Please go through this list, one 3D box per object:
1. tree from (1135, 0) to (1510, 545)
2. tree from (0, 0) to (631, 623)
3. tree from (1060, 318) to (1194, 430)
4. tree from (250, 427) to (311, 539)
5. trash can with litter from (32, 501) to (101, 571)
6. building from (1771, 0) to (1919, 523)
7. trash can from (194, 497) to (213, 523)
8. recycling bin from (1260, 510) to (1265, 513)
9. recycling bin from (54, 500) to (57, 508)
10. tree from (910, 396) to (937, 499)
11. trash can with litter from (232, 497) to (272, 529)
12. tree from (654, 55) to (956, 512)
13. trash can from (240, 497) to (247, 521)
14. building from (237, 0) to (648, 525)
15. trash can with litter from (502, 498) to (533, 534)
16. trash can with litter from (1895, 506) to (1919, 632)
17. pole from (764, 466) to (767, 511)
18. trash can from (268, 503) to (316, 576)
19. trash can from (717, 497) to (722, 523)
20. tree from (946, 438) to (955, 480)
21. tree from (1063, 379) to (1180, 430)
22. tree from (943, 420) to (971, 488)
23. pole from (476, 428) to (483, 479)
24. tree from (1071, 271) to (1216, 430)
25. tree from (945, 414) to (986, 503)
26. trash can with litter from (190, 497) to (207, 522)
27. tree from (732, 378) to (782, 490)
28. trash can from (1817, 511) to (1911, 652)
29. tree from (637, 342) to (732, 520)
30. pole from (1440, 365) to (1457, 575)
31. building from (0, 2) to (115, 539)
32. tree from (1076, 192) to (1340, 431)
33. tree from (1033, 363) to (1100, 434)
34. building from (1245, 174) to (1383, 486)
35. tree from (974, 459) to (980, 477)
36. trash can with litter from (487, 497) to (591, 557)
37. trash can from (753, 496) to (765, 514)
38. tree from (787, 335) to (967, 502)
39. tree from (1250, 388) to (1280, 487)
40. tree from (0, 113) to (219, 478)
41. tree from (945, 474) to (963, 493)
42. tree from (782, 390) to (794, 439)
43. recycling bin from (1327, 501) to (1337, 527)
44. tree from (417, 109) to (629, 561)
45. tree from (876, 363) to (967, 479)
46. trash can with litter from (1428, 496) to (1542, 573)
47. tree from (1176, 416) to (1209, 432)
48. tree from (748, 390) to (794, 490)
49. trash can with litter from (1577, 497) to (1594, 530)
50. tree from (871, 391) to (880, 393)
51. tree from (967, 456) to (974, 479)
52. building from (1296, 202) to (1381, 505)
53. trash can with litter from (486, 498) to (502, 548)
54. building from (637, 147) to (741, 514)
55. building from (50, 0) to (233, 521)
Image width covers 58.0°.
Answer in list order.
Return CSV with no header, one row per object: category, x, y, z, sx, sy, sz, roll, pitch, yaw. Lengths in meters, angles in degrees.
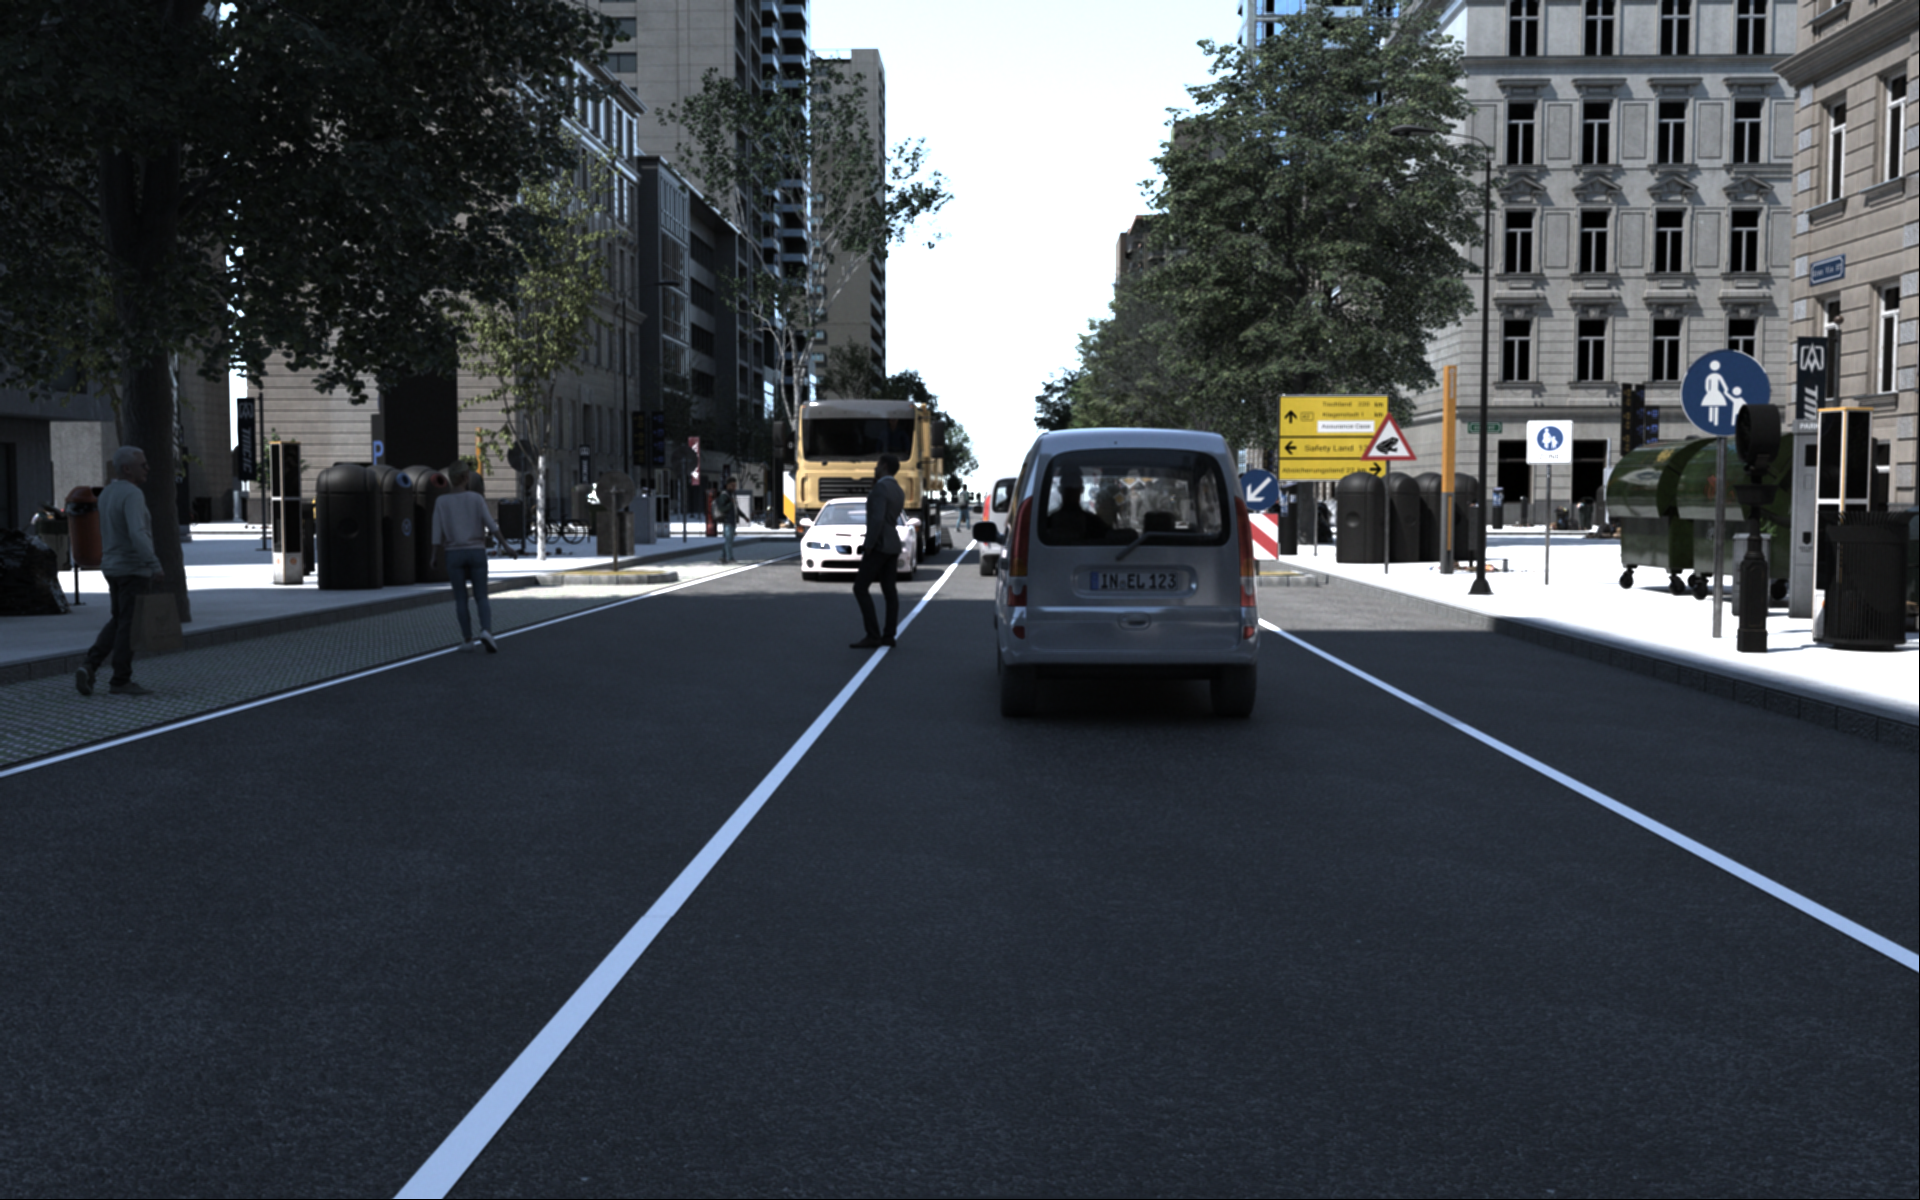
tree,8.610,-8.363,43.390,9.857,13.997,8.962,0,3,0
tree,-7.938,-6.743,16.911,9.857,13.997,8.962,0,3,0
tree,9.631,-10.469,96.922,9.928,11.665,9.643,0,3,0
tree,-19.814,-3.384,49.925,1.663,3.219,1.824,0,3,0
trash can with litter,-14.894,-1.076,28.977,1.055,1.170,0.624,-3,4,-38
building,24.446,-14.084,27.540,12.463,27.353,25.104,0,4,2
trash can,-33.721,-4.010,77.223,0.748,1.137,0.748,0,3,0
recycling bin,14.270,-4.145,80.325,0.722,1.027,0.722,2,4,26
recycling bin,-61.120,-6.336,116.151,0.722,1.027,0.722,-1,4,-11
tree,-4.260,-10.856,127.865,4.360,8.622,3.978,0,3,0
trash can with litter,-25.713,-3.244,64.097,2.233,1.210,1.678,-1,4,-11
tree,-5.613,-13.275,72.938,12.611,20.169,13.585,0,3,0
trash can,-33.421,-4.264,81.376,0.748,1.137,0.748,0,3,0
building,-23.723,-17.523,83.757,12.463,27.353,25.104,0,4,2
trash can with litter,-13.629,-2.550,53.079,1.055,1.170,0.624,1,4,12
trash can with litter,9.097,-0.307,16.400,0.624,1.170,1.055,3,5,42
pole,-14.034,-8.024,125.028,0.158,3.312,0.155,0,3,0
trash can,-10.458,-0.951,27.194,0.748,1.137,0.748,0,3,0
trash can,-10.405,-3.946,76.166,0.748,1.137,0.748,0,3,0
tree,-2.517,-15.559,204.746,4.360,8.622,3.978,0,3,0
tree,11.119,-11.439,121.435,8.767,10.594,7.601,-2,4,-35
tree,-2.237,-18.780,232.815,9.928,11.665,9.643,0,3,0
pole,-14.775,-3.637,53.311,0.158,3.312,0.155,0,3,0
tree,9.420,-10.413,88.377,7.486,12.596,7.792,0,3,0
tree,-1.185,-21.601,263.539,12.009,13.543,11.850,0,3,0
trash can with litter,-34.634,-4.100,78.430,1.055,1.170,0.624,2,4,28
tree,-13.394,-9.497,105.632,4.360,8.622,3.978,0,3,0
trash can,7.470,-0.161,14.284,0.748,1.137,0.748,0,3,0
tree,-13.524,-8.212,84.627,4.360,8.622,3.978,0,3,0
pole,7.780,-2.064,27.591,0.158,3.312,0.155,0,3,0
building,-25.683,-16.018,33.599,14.107,30.474,14.160,0,4,2
tree,9.550,-9.583,67.053,12.009,13.543,11.850,0,3,0
tree,11.632,-15.979,167.911,9.857,13.997,8.962,0,3,0
building,26.571,-18.077,124.445,11.050,23.489,19.941,0,4,2
tree,-0.282,-21.933,293.018,8.767,10.594,7.601,1,4,19
trash can with litter,-8.996,-1.542,36.271,2.233,1.210,1.678,-3,4,-37
trash can,-12.683,-5.964,109.159,0.748,1.137,0.748,0,3,0
tree,-5.558,-10.200,101.183,8.767,10.594,7.601,-3,5,-43
tree,17.521,-8.893,95.764,4.360,8.622,3.978,0,3,0
tree,-15.517,-4.991,31.959,4.737,8.622,4.395,0,3,0
tree,-1.068,-17.925,276.789,4.285,4.588,4.351,0,3,0
tree,-11.407,-9.870,111.733,4.360,8.622,3.978,0,3,0
recycling bin,14.752,-3.351,67.346,0.722,1.027,0.722,-2,4,-26
tree,-8.215,-5.067,33.205,4.737,8.622,4.395,0,3,0
tree,-4.626,-14.394,152.343,9.611,12.733,9.660,0,3,0
trash can with litter,8.697,-1.115,29.287,1.678,1.210,2.233,0,4,-6
tree,16.559,-11.016,130.480,4.737,8.622,4.395,0,3,0
tree,-13.043,-10.488,121.844,4.737,8.622,4.395,0,3,0
trash can with litter,22.457,-3.118,62.366,0.624,1.170,1.055,1,4,10
tree,-5.562,-10.274,118.347,4.737,8.622,4.395,0,3,0
tree,-3.923,-14.622,173.479,7.601,10.594,8.767,-1,4,-19
building,25.949,-14.702,105.011,10.561,19.102,19.286,0,4,2
trash can with litter,-11.501,-1.812,41.016,0.624,1.170,1.055,2,4,24
building,-23.455,-17.878,111.373,14.314,24.678,30.058,0,4,2
building,-45.474,-15.892,77.855,19.932,24.808,12.078,0,4,2
